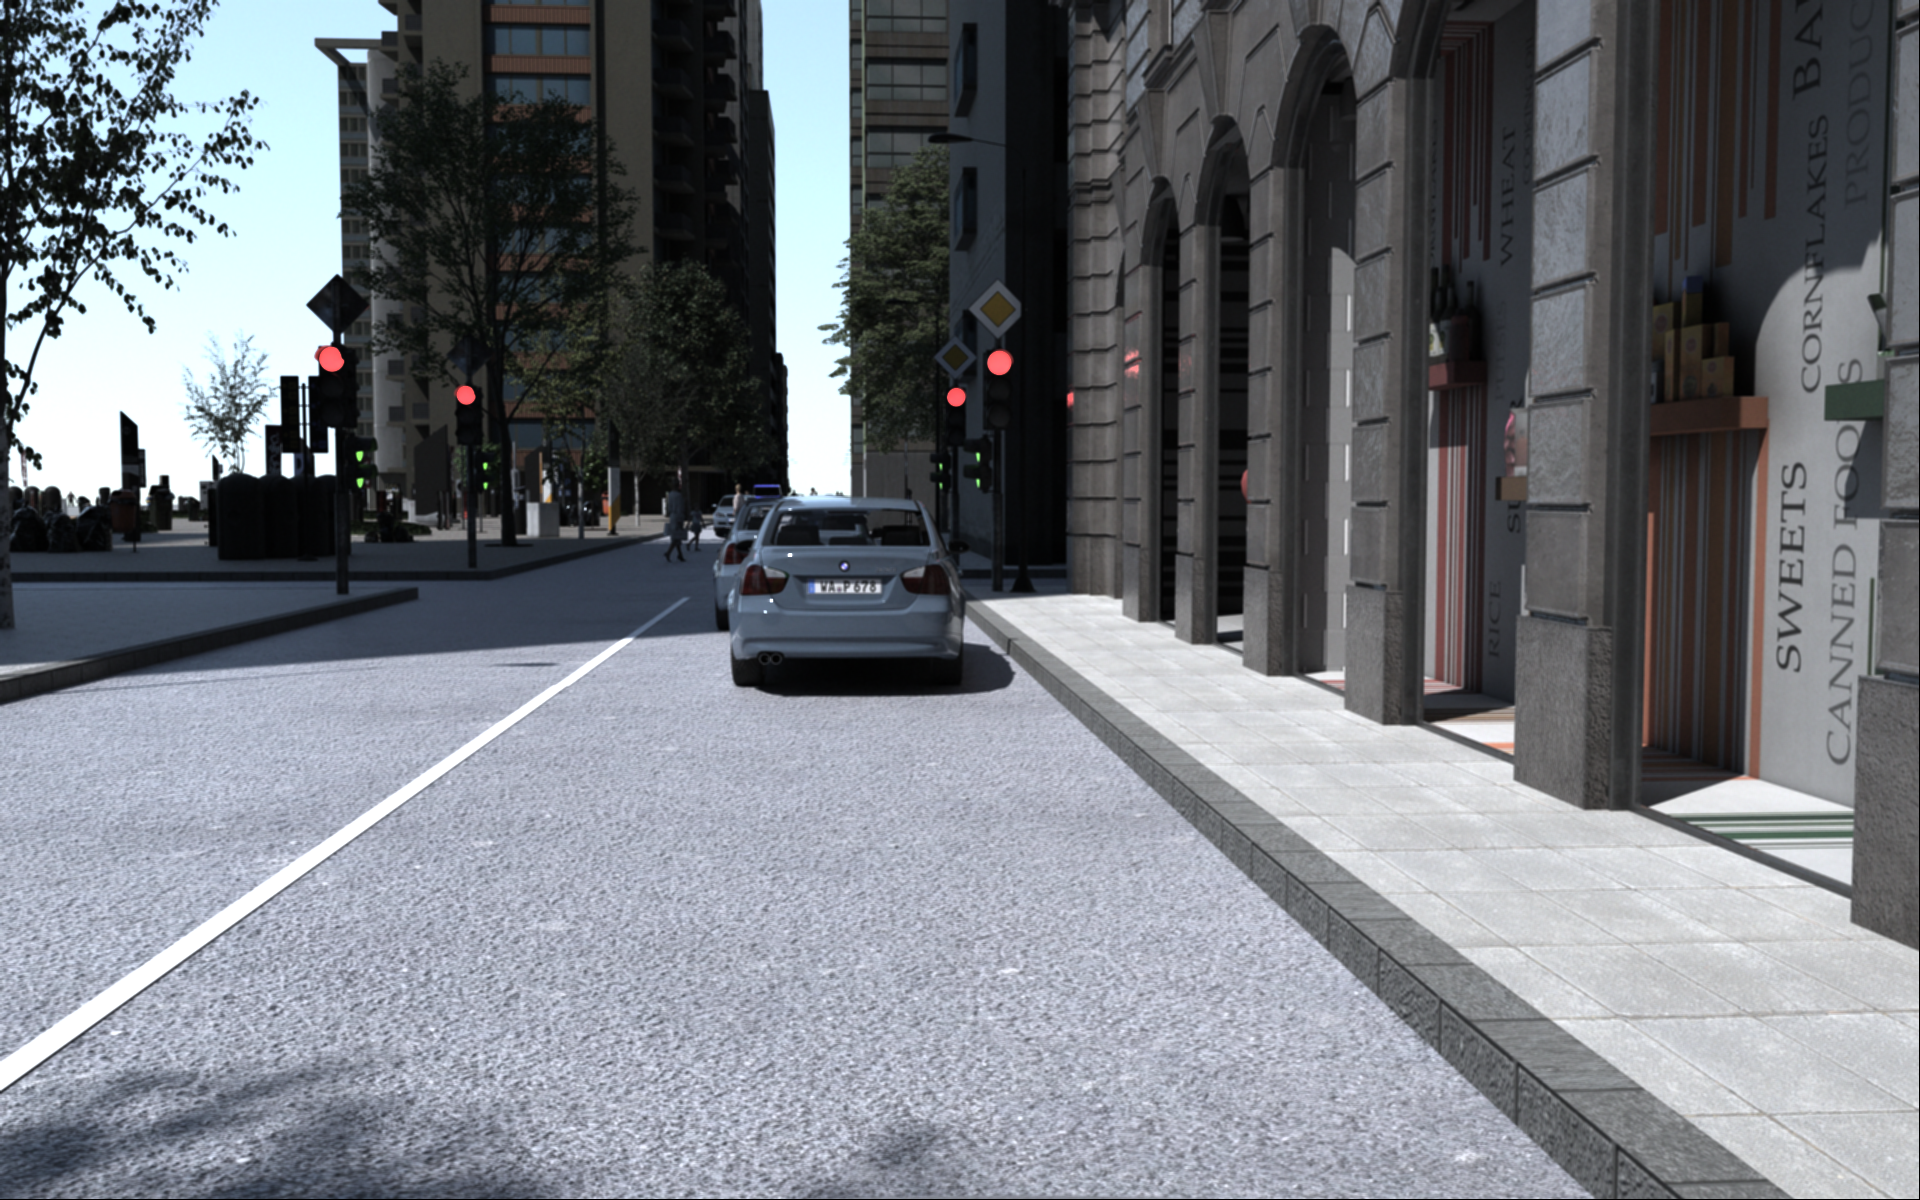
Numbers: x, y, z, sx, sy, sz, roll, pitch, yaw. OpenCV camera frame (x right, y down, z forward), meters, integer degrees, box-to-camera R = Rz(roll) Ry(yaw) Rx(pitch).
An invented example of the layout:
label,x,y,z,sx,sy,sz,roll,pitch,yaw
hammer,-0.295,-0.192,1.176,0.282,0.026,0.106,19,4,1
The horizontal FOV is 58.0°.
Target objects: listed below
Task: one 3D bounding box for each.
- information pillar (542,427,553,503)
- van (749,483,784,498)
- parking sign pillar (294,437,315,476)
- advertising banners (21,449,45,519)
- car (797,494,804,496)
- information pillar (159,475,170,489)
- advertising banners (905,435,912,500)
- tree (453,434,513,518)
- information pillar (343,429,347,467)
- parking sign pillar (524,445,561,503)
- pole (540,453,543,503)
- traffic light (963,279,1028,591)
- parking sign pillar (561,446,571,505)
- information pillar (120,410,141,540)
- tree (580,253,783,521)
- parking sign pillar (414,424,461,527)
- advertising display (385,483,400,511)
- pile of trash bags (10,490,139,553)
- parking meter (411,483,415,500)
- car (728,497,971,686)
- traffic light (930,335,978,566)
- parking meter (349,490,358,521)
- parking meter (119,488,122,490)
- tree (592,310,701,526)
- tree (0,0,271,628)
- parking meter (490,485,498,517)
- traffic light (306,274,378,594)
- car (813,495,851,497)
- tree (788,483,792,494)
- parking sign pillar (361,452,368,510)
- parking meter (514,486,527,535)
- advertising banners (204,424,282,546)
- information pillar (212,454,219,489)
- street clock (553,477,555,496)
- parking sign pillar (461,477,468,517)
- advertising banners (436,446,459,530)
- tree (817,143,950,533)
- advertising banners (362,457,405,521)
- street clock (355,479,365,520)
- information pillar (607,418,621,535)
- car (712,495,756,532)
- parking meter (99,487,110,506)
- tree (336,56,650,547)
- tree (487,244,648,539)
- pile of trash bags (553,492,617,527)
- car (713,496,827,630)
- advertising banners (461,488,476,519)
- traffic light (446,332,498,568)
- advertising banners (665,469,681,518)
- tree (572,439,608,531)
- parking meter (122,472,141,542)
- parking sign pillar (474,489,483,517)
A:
label,x,y,z,sx,sy,sz,roll,pitch,yaw
information pillar,-14.434,-4.235,60.590,0.504,3.616,0.183,3,5,42
van,-12.435,-6.563,111.693,2.240,2.365,5.245,0,4,-5
parking sign pillar,-30.993,-5.715,81.914,1.447,3.967,1.447,3,5,44
advertising banners,-35.839,-4.328,66.946,2.074,3.025,0.090,3,5,41
car,-16.360,-10.075,174.952,2.015,1.641,3.980,0,4,-4
information pillar,-30.669,-3.810,66.790,0.304,2.012,0.304,-3,4,-39
advertising banners,-1.503,-3.312,50.346,0.090,3.025,2.074,0,4,-5
tree,-25.831,-6.729,93.730,4.285,4.588,4.351,0,3,0
information pillar,-21.969,-4.295,61.573,0.183,3.616,0.504,1,4,17
parking sign pillar,-20.937,-5.968,86.042,1.447,3.967,1.447,1,4,12
pole,-20.520,-5.580,85.083,0.158,3.312,0.155,0,3,0
traffic light,0.473,-2.069,22.757,0.839,4.253,0.868,0,4,-4
parking sign pillar,-22.081,-6.604,96.443,1.447,3.967,1.447,-2,4,-33
information pillar,-23.379,-3.512,48.777,0.183,3.616,0.504,3,4,36
tree,-13.258,-10.125,82.557,9.611,12.733,9.660,0,3,0
parking sign pillar,-20.466,-4.817,67.224,1.447,3.967,1.447,0,4,6
advertising display,-33.522,-5.942,102.360,0.974,1.923,0.123,1,4,17
pile of trash bags,-19.563,-1.760,38.526,3.447,1.369,1.912,2,4,25
parking meter,-25.512,-4.623,81.300,0.399,1.863,0.255,0,4,5
car,-0.892,-0.139,14.270,2.014,1.417,4.499,0,4,-2
traffic light,-0.103,-2.557,30.721,0.839,4.253,0.868,0,4,-4
parking meter,-24.417,-3.918,69.770,0.255,1.863,0.399,-3,5,-42
parking meter,-32.036,-3.549,66.435,0.372,1.533,0.369,0,3,0
tree,-12.751,-7.256,68.997,4.360,8.622,3.978,0,3,0
tree,-8.995,-4.046,16.520,4.360,8.622,3.978,0,3,0
parking meter,-26.222,-5.615,97.521,0.399,1.863,0.255,1,4,22
traffic light,-7.916,-2.032,22.136,0.839,4.253,0.868,0,4,-4
car,-3.132,-1.778,41.068,2.014,1.417,4.499,0,4,-3
tree,-26.364,-16.444,263.459,1.663,3.219,1.824,0,3,0
parking sign pillar,-35.506,-6.997,102.872,1.447,3.967,1.447,-1,4,-10
parking meter,-13.874,-2.827,54.626,0.372,1.533,0.369,0,3,0
advertising banners,-17.753,-2.867,43.067,0.090,3.025,2.074,3,5,44
information pillar,-43.672,-6.745,101.640,0.183,3.616,0.504,1,4,14
street clock,-17.419,-4.228,73.690,0.358,2.002,0.471,1,4,8
parking sign pillar,-22.536,-5.322,75.490,1.447,3.967,1.447,0,4,1
advertising banners,-18.483,-4.045,62.319,0.090,3.025,2.074,0,4,1
tree,-0.947,-8.481,56.785,7.486,12.596,7.792,0,3,0
advertising banners,-27.540,-5.280,82.513,2.074,3.025,0.090,-2,4,-35
street clock,-23.875,-3.930,68.820,0.471,2.002,0.358,3,4,37
information pillar,-10.769,-3.824,53.881,0.183,3.616,0.504,2,4,28
car,-8.615,-3.394,67.493,2.014,1.417,4.499,0,4,-4
parking meter,-31.559,-3.396,63.934,0.372,1.533,0.369,0,3,0
tree,-11.221,-7.123,42.209,9.928,11.665,9.643,0,3,0
tree,-11.143,-6.073,49.648,4.737,8.622,4.395,0,3,0
pile of trash bags,-14.774,-3.575,68.212,3.447,1.369,1.912,2,4,35
car,-1.799,-0.467,19.642,2.014,1.417,4.499,0,4,-4
advertising banners,-25.240,-5.634,88.307,2.074,3.025,0.090,1,4,14
traffic light,-8.492,-2.519,30.101,0.839,4.253,0.868,0,4,-4
advertising banners,-15.425,-5.939,93.295,0.090,3.025,2.074,-2,4,-35
tree,-12.905,-4.085,61.399,1.663,3.219,1.824,0,3,0
parking meter,-22.352,-2.510,46.746,0.255,1.863,0.399,1,4,18
parking sign pillar,-27.763,-6.699,97.997,1.447,3.967,1.447,1,4,10
